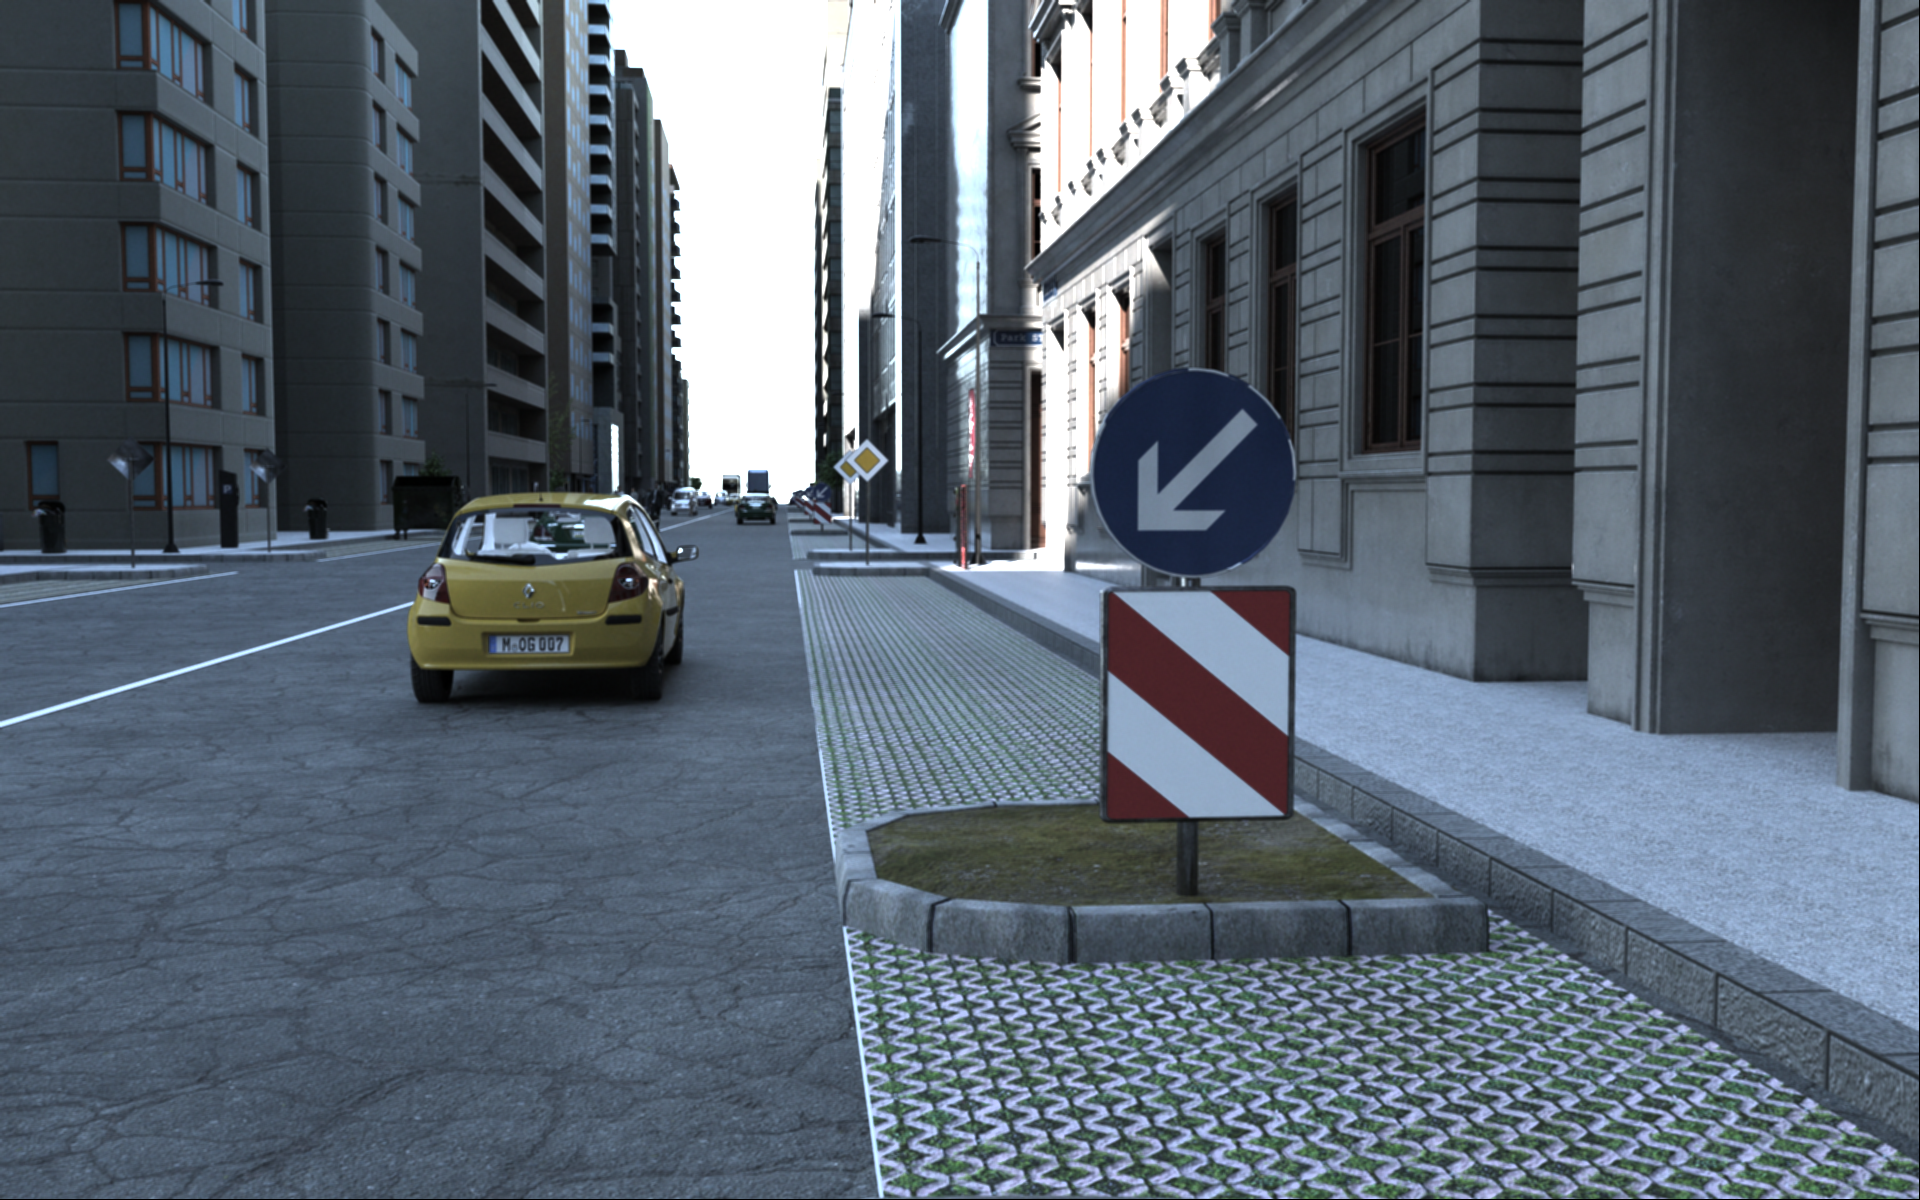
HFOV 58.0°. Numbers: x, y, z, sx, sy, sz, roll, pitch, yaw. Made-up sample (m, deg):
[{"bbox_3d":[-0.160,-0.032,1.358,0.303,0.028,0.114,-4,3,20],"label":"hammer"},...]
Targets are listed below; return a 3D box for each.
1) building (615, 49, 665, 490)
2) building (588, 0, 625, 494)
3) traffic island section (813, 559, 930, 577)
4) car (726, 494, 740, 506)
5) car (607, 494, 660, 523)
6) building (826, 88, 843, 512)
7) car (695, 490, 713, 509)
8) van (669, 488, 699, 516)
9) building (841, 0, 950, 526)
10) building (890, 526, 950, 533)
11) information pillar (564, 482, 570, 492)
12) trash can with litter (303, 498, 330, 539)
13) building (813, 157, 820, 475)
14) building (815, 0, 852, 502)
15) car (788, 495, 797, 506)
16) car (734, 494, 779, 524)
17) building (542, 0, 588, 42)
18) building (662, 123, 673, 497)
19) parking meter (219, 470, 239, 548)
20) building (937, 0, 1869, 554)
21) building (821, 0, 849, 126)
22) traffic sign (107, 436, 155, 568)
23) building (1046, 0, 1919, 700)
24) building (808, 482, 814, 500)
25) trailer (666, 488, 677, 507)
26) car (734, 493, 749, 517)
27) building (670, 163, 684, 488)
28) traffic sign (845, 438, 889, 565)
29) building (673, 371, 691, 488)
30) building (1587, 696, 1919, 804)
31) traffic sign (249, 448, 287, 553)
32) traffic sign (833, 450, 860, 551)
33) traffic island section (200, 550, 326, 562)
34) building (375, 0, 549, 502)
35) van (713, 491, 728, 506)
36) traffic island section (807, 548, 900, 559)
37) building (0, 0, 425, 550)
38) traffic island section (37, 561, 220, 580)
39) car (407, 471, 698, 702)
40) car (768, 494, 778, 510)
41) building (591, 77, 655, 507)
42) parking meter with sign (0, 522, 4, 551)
[{"bbox_3d":[-38.810,-32.309,178.360,14.600,45.320,14.200,0,4,-6],"label":"building"},{"bbox_3d":[-38.537,-50.621,140.326,22.319,86.520,31.000,0,4,-6],"label":"building"},{"bbox_3d":[-1.654,-0.555,31.362,2.009,0.180,2.903,0,4,-6],"label":"traffic island section"},{"bbox_3d":[-27.082,-12.098,208.023,2.015,1.641,3.980,0,4,-6],"label":"car"},{"bbox_3d":[-6.216,-1.083,29.509,2.131,1.459,4.920,0,4,-7],"label":"car"},{"bbox_3d":[-2.787,-21.751,127.334,14.160,30.474,14.107,0,4,-6],"label":"building"},{"bbox_3d":[-25.629,-9.987,171.960,2.281,1.827,5.304,0,4,-7],"label":"car"},{"bbox_3d":[-18.579,-6.710,116.727,2.013,2.044,4.112,0,4,-6],"label":"van"},{"bbox_3d":[0.457,-16.437,86.763,12.078,24.808,19.932,0,4,-6],"label":"building"},{"bbox_3d":[3.062,-15.169,66.043,12.078,24.808,19.932,0,4,-6],"label":"building"},{"bbox_3d":[-24.751,-6.398,109.091,0.304,2.012,0.304,0,4,1],"label":"information pillar"},{"bbox_3d":[-18.278,-2.315,49.233,0.624,1.170,1.055,-1,4,-13],"label":"trash can with litter"},{"bbox_3d":[-9.214,-37.558,237.775,21.300,48.544,21.600,0,4,-6],"label":"building"},{"bbox_3d":[-7.841,-47.572,216.049,20.563,71.187,20.611,0,4,-6],"label":"building"},{"bbox_3d":[-20.461,-12.444,216.042,1.945,1.354,3.894,0,4,-7],"label":"car"},{"bbox_3d":[-9.823,-4.389,83.565,2.131,1.459,4.920,0,4,-6],"label":"car"},{"bbox_3d":[-33.230,-28.690,119.192,14.600,45.320,14.200,0,4,-6],"label":"building"},{"bbox_3d":[-41.082,-33.738,201.731,14.600,45.320,14.200,0,4,-6],"label":"building"},{"bbox_3d":[-17.420,-2.177,41.303,0.399,1.863,0.255,-1,4,-11],"label":"parking meter"},{"bbox_3d":[9.902,-12.769,44.923,21.152,22.565,11.583,0,4,-6],"label":"building"},{"bbox_3d":[-2.258,-33.136,165.474,21.300,48.544,21.600,0,4,-6],"label":"building"},{"bbox_3d":[-14.358,-1.614,30.024,0.795,2.450,0.064,0,4,-6],"label":"traffic sign"},{"bbox_3d":[7.447,-11.323,21.280,11.583,22.565,21.152,0,4,-6],"label":"building"},{"bbox_3d":[-6.797,-34.886,262.272,32.217,40.220,23.993,0,4,-6],"label":"building"},{"bbox_3d":[-28.347,-10.037,171.161,1.471,1.999,3.904,0,4,-6],"label":"trailer"},{"bbox_3d":[-13.512,-6.161,110.956,2.015,1.641,3.980,0,4,-5],"label":"car"},{"bbox_3d":[-47.256,-34.746,222.727,22.147,44.769,28.867,0,4,-6],"label":"building"},{"bbox_3d":[-1.677,-1.691,31.283,0.795,2.450,0.064,0,4,-6],"label":"traffic sign"},{"bbox_3d":[-53.874,-24.875,251.745,27.650,21.520,28.899,0,4,-6],"label":"building"},{"bbox_3d":[9.577,-10.038,0.276,11.583,22.565,21.152,0,4,-6],"label":"building"},{"bbox_3d":[-15.163,-2.099,37.969,0.795,2.450,0.064,0,4,-6],"label":"traffic sign"},{"bbox_3d":[-2.481,-2.176,39.228,0.795,2.450,0.064,0,4,-6],"label":"traffic sign"},{"bbox_3d":[-15.185,-0.963,38.028,2.009,0.180,2.903,0,4,-6],"label":"traffic island section"},{"bbox_3d":[-32.726,-28.208,84.903,21.300,48.544,21.600,0,4,-6],"label":"building"},{"bbox_3d":[-30.144,-12.923,218.306,2.013,2.044,4.112,0,4,-4],"label":"van"},{"bbox_3d":[-2.458,-1.041,39.307,2.009,0.180,2.903,0,4,-6],"label":"traffic island section"},{"bbox_3d":[-33.462,-12.676,52.297,27.650,21.520,28.899,0,4,-6],"label":"building"},{"bbox_3d":[-14.381,-0.477,30.083,2.009,0.180,2.903,0,4,-6],"label":"traffic island section"},{"bbox_3d":[-3.067,-0.195,13.406,2.015,1.641,3.980,0,4,-6],"label":"car"},{"bbox_3d":[-17.650,-8.981,158.838,2.014,1.417,4.499,0,4,-5],"label":"car"},{"bbox_3d":[-36.773,-29.413,164.502,14.154,41.232,14.086,0,4,-6],"label":"building"},{"bbox_3d":[-22.234,-2.576,38.371,1.738,3.016,0.543,-2,4,-33],"label":"parking meter with sign"}]
